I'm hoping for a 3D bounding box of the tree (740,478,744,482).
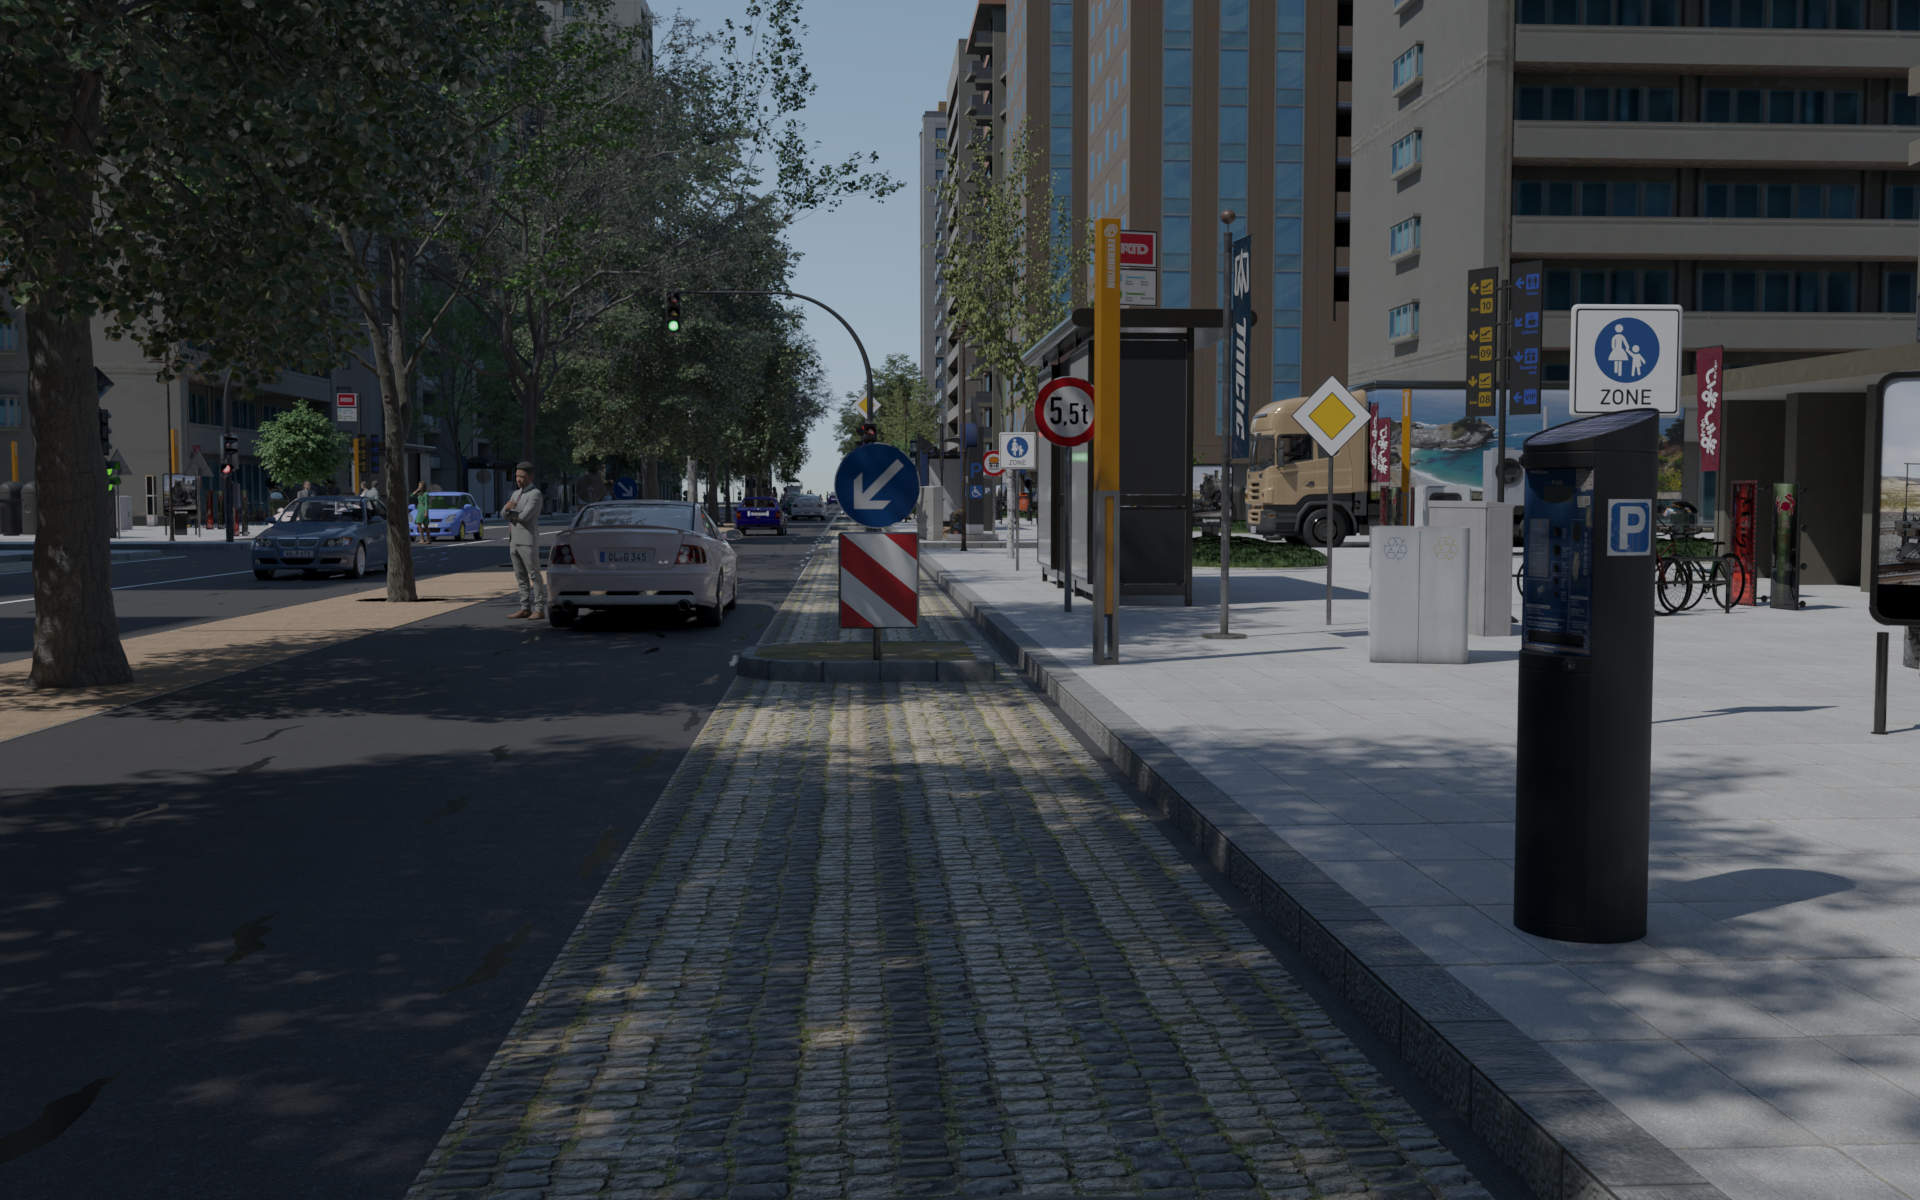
[{"bbox_3d":[-35.566,-21.236,265.341,7.486,12.596,7.792,0,3,0],"label":"tree"}]

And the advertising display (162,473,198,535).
[{"bbox_3d":[-24.236,-2.973,53.830,0.974,1.923,0.123,-2,4,-24],"label":"advertising display"}]

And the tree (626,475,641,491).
[{"bbox_3d":[-28.909,-9.704,153.257,1.663,3.219,1.824,0,3,0],"label":"tree"}]

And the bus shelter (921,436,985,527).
[{"bbox_3d":[-0.295,-4.245,63.337,2.014,3.302,5.546,0,4,-4],"label":"bus shelter"}]

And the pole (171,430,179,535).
[{"bbox_3d":[-24.809,-3.728,54.798,0.158,3.312,0.155,0,3,0],"label":"pole"}]

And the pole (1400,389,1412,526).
[{"bbox_3d":[8.708,-2.445,33.812,0.158,3.312,0.155,0,3,0],"label":"pole"}]

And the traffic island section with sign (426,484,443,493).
[{"bbox_3d":[-20.861,-3.662,68.506,1.989,1.847,2.006,0,4,-4],"label":"traffic island section with sign"}]

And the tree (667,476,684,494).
[{"bbox_3d":[-30.314,-11.559,183.598,1.663,3.219,1.824,0,3,0],"label":"tree"}]

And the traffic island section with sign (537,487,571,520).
[{"bbox_3d":[-22.523,-5.308,95.410,1.989,1.847,2.006,0,4,-4],"label":"traffic island section with sign"}]

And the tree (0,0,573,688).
[{"bbox_3d":[-6.586,-6.323,12.497,9.857,13.997,8.962,0,3,0],"label":"tree"}]

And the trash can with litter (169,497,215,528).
[{"bbox_3d":[-28.542,-3.328,65.466,2.233,1.210,1.678,0,4,2],"label":"trash can with litter"}]

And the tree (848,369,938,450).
[{"bbox_3d":[-5.000,-11.892,128.850,7.601,10.594,8.767,0,4,8],"label":"tree"}]

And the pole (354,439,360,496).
[{"bbox_3d":[-22.306,-4.294,64.055,0.158,3.312,0.155,0,3,0],"label":"pole"}]

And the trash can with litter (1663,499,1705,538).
[{"bbox_3d":[16.384,-1.687,38.965,1.055,1.170,0.624,-2,4,-34],"label":"trash can with litter"}]

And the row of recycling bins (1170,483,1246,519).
[{"bbox_3d":[9.354,-3.570,65.477,3.534,1.692,1.069,-2,4,-35],"label":"row of recycling bins"}]

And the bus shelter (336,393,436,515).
[{"bbox_3d":[-23.721,-5.731,71.336,2.179,5.291,8.768,0,4,-3],"label":"bus shelter"}]

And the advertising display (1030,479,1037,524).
[{"bbox_3d":[3.410,-4.165,73.313,0.974,1.923,0.123,-2,4,-28],"label":"advertising display"}]

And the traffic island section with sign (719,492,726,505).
[{"bbox_3d":[-30.750,-13.436,228.301,1.989,1.847,2.006,0,4,-4],"label":"traffic island section with sign"}]

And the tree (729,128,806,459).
[{"bbox_3d":[-9.031,-8.644,50.441,9.857,13.997,8.962,0,3,0],"label":"tree"}]

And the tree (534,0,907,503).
[{"bbox_3d":[-8.666,-12.522,63.085,12.611,20.169,13.585,0,3,0],"label":"tree"}]

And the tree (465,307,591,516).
[{"bbox_3d":[-25.453,-11.260,102.235,7.486,12.596,7.792,0,3,0],"label":"tree"}]

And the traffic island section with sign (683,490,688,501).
[{"bbox_3d":[-27.321,-10.048,172.910,1.989,1.847,2.006,0,4,-4],"label":"traffic island section with sign"}]

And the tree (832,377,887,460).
[{"bbox_3d":[-8.935,-16.993,184.484,9.857,13.997,8.962,0,3,0],"label":"tree"}]

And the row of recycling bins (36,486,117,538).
[{"bbox_3d":[-25.909,-2.689,51.085,3.534,1.692,1.069,3,5,42],"label":"row of recycling bins"}]

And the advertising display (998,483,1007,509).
[{"bbox_3d":[2.663,-5.797,99.991,0.123,1.923,0.974,3,4,38],"label":"advertising display"}]

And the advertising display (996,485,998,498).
[{"bbox_3d":[2.746,-7.019,119.970,0.123,1.923,0.974,-2,4,-25],"label":"advertising display"}]

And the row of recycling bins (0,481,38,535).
[{"bbox_3d":[-29.533,-2.919,54.841,3.534,1.692,1.069,1,4,12],"label":"row of recycling bins"}]

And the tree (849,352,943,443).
[{"bbox_3d":[-4.797,-13.505,138.927,7.486,12.596,7.792,0,3,0],"label":"tree"}]

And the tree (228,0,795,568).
[{"bbox_3d":[-8.468,-7.393,33.699,12.009,13.543,11.850,0,3,0],"label":"tree"}]

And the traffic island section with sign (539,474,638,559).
[{"bbox_3d":[-8.426,-1.891,39.052,2.006,1.907,1.989,0,4,-4],"label":"traffic island section with sign"}]

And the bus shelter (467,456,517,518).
[{"bbox_3d":[-25.780,-6.184,95.028,2.014,3.302,5.546,0,4,-4],"label":"bus shelter"}]

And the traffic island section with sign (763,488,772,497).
[{"bbox_3d":[-13.527,-6.930,121.440,2.006,1.907,1.989,0,4,-4],"label":"traffic island section with sign"}]

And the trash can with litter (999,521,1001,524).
[{"bbox_3d":[1.336,-3.986,76.230,1.678,1.210,2.233,0,4,7],"label":"trash can with litter"}]

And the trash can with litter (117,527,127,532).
[{"bbox_3d":[-28.846,-2.885,58.229,1.678,1.210,2.233,1,4,23],"label":"trash can with litter"}]

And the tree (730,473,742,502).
[{"bbox_3d":[-35.919,-19.820,274.426,4.737,8.622,4.395,0,3,0],"label":"tree"}]

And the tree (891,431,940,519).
[{"bbox_3d":[-2.320,-6.504,90.052,4.285,4.588,4.351,0,3,0],"label":"tree"}]

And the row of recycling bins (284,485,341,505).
[{"bbox_3d":[-28.324,-4.213,76.000,1.069,1.692,3.534,1,4,14],"label":"row of recycling bins"}]

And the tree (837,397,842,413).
[{"bbox_3d":[-11.532,-10.567,85.593,12.009,13.543,11.850,0,3,0],"label":"tree"}]

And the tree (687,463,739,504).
[{"bbox_3d":[-34.449,-19.365,234.750,7.486,12.596,7.792,0,3,0],"label":"tree"}]

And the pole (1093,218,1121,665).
[{"bbox_3d":[1.098,-1.169,12.952,0.158,3.312,0.155,0,3,0],"label":"pole"}]

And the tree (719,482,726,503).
[{"bbox_3d":[-34.788,-15.863,253.955,1.663,3.219,1.824,0,3,0],"label":"tree"}]

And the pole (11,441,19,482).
[{"bbox_3d":[-36.658,-4.488,67.224,0.158,3.312,0.155,0,3,0],"label":"pole"}]

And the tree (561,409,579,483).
[{"bbox_3d":[-27.110,-13.413,136.308,9.611,12.733,9.660,0,3,0],"label":"tree"}]

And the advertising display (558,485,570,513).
[{"bbox_3d":[-27.338,-6.988,119.459,0.123,1.923,0.974,2,4,35],"label":"advertising display"}]

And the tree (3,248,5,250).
[{"bbox_3d":[-20.171,-6.763,28.710,7.486,12.596,7.792,0,3,0],"label":"tree"}]

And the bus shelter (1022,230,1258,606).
[{"bbox_3d":[2.081,-2.829,23.885,2.179,5.291,8.768,0,4,-3],"label":"bus shelter"}]

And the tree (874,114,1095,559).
[{"bbox_3d":[1.162,-5.110,33.916,4.737,8.622,4.395,0,3,0],"label":"tree"}]

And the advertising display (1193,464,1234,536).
[{"bbox_3d":[5.377,-1.958,37.224,0.974,1.923,0.123,0,4,-2],"label":"advertising display"}]

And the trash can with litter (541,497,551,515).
[{"bbox_3d":[-25.171,-5.765,105.641,0.624,1.170,1.055,1,4,16],"label":"trash can with litter"}]

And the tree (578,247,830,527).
[{"bbox_3d":[-10.645,-9.476,74.403,9.611,12.733,9.660,0,3,0],"label":"tree"}]

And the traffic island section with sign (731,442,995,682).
[{"bbox_3d":[-0.783,-0.332,14.049,1.989,1.847,2.006,0,4,-4],"label":"traffic island section with sign"}]

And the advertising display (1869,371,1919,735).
[{"bbox_3d":[5.267,-0.230,8.969,0.974,1.923,0.123,2,4,34],"label":"advertising display"}]

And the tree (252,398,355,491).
[{"bbox_3d":[-22.412,-4.597,58.871,4.285,4.588,4.351,0,3,0],"label":"tree"}]

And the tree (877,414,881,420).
[{"bbox_3d":[-6.032,-12.273,151.027,4.360,8.622,3.978,0,3,0],"label":"tree"}]

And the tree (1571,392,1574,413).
[{"bbox_3d":[3.596,-4.623,1.340,9.928,11.665,9.643,0,3,0],"label":"tree"}]

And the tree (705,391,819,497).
[{"bbox_3d":[-12.884,-10.508,108.670,8.767,10.594,7.601,0,4,-4],"label":"tree"}]
